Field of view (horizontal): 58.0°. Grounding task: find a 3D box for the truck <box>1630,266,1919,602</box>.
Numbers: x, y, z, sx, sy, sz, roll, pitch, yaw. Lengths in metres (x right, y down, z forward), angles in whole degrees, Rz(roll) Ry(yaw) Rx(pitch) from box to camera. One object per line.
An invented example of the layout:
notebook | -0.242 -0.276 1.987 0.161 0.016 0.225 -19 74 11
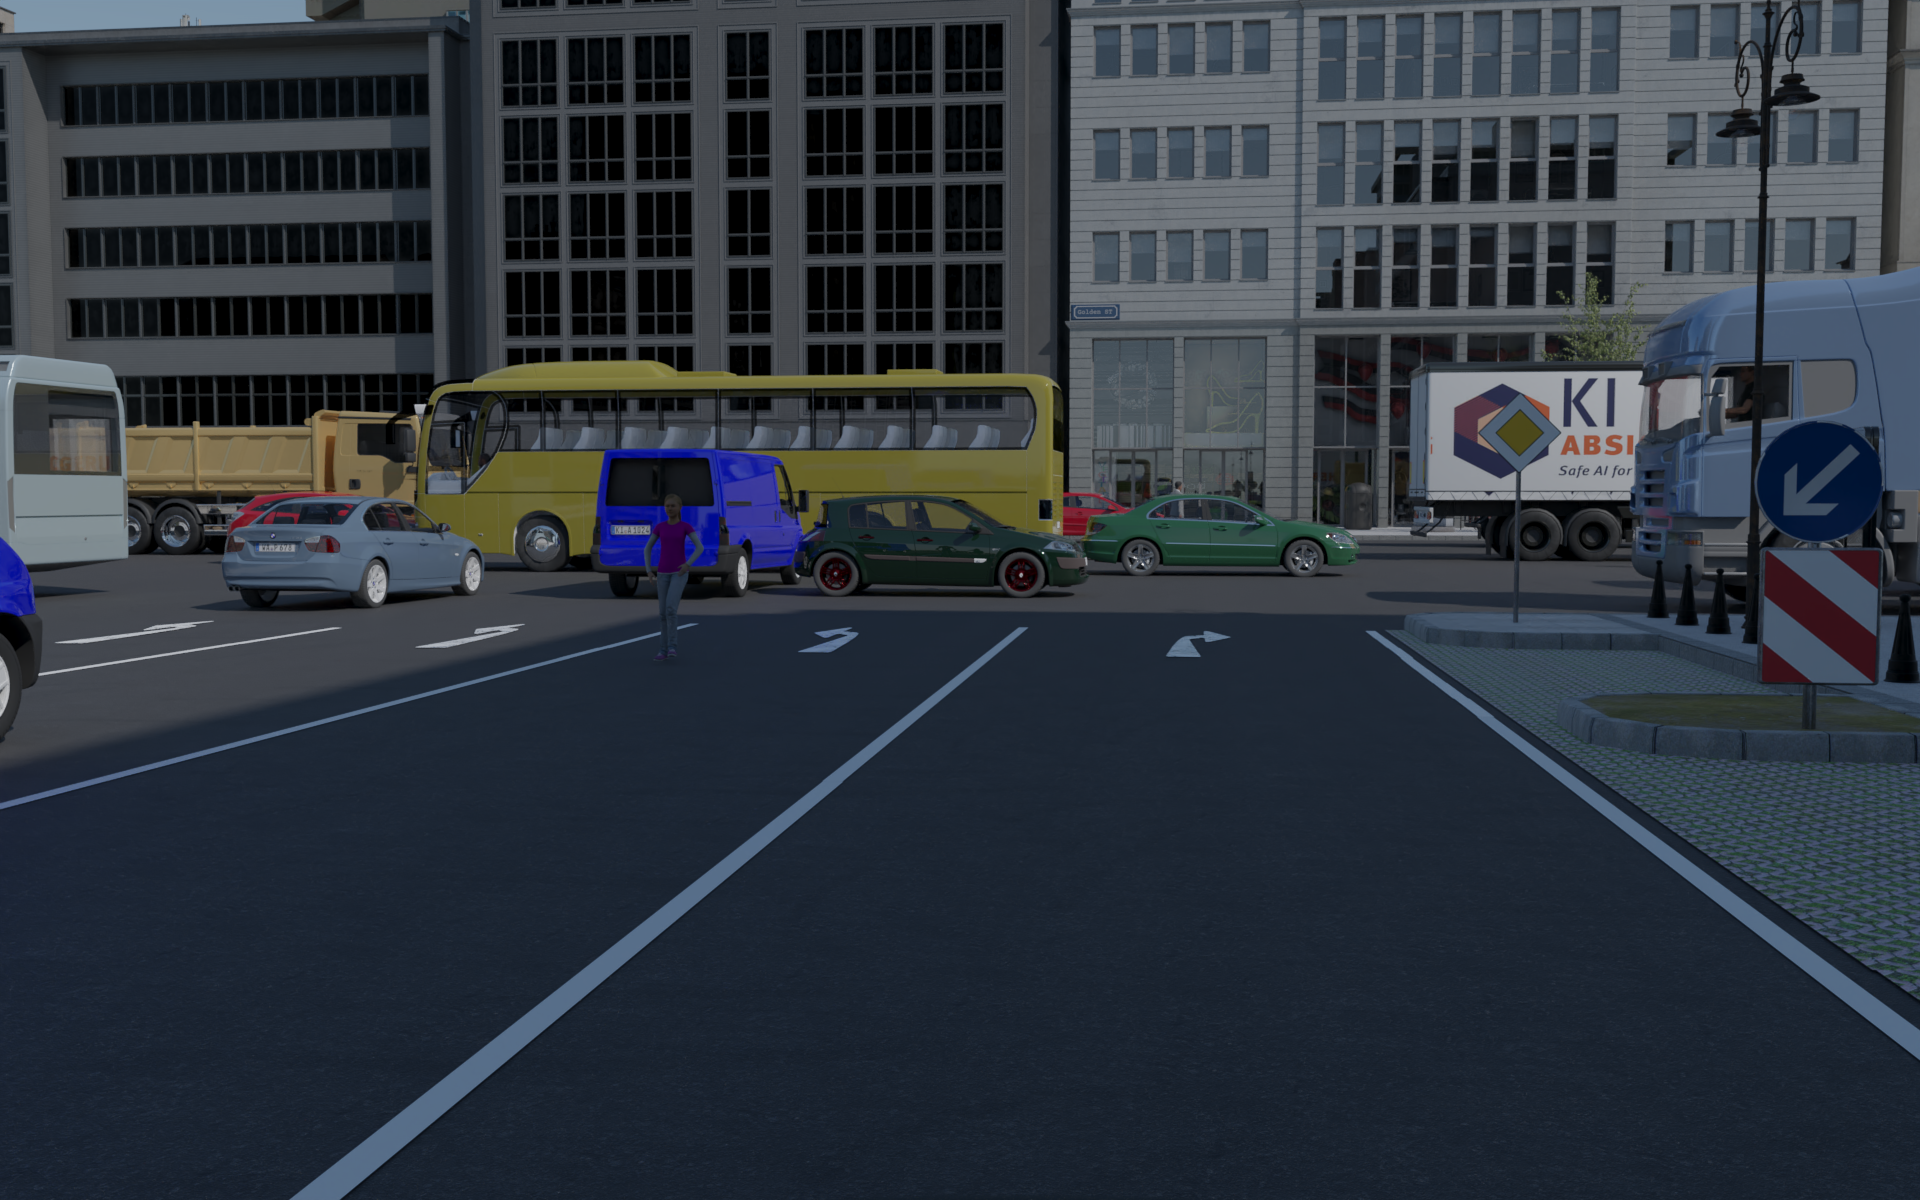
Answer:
truck | 17.233 -1.878 20.464 18.799 4.110 2.967 0 4 8

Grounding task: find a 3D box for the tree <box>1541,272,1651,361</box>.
tree | 21.152 -6.511 56.824 4.737 8.622 4.395 0 3 0

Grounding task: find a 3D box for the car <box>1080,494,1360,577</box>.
car | 4.609 -1.165 30.850 4.920 1.459 2.131 0 4 8

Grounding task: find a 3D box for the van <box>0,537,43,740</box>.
van | -6.604 -0.225 8.064 2.240 2.365 5.245 0 4 7

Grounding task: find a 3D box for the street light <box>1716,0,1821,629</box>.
street light | 7.549 -2.664 16.343 0.468 5.910 1.993 0 4 8

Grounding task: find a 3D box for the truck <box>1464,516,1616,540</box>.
truck | 18.447 -3.093 46.502 9.791 3.379 3.469 0 4 8

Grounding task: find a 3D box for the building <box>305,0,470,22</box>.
building | -36.393 -31.141 132.859 21.300 48.544 21.600 0 4 8

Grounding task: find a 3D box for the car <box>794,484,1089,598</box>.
car | -0.269 -0.914 24.725 4.222 1.686 2.009 0 4 7

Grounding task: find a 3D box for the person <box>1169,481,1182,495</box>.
person | 6.049 -2.428 48.465 0.850 1.792 0.678 -2 4 -35

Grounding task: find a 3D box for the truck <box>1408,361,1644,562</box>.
truck | 15.612 -2.970 37.477 11.283 4.237 2.839 0 4 6

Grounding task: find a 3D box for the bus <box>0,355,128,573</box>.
bus | -18.792 -1.826 24.719 13.247 3.499 2.948 0 4 8

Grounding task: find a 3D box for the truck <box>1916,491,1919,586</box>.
truck | 17.923 -2.168 24.358 11.283 4.237 2.839 0 4 6

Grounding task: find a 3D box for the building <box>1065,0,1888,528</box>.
building | 19.551 -17.883 69.885 29.804 29.767 11.434 0 4 8

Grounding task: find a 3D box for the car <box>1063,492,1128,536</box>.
car | 3.969 -2.575 51.143 4.494 1.783 2.155 1 4 9

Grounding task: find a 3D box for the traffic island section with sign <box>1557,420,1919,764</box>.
traffic island section with sign | 4.634 -0.093 10.145 1.989 1.847 2.006 0 4 8

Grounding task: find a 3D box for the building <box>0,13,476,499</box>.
building | -33.889 -15.910 79.195 30.058 24.678 14.314 0 4 8

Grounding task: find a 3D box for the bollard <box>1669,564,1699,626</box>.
bollard | 7.119 -0.055 16.941 0.229 0.601 0.229 0 3 0

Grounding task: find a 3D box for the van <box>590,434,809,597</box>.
van | -3.700 -1.307 25.759 2.240 2.365 5.245 0 4 8

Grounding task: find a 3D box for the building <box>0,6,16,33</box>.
building | -65.560 -17.203 85.777 34.151 26.468 19.350 0 4 8

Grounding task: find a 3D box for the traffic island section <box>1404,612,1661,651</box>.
traffic island section | 5.570 0.305 17.302 2.009 0.180 2.903 0 4 8

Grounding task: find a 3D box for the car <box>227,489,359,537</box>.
car | -12.779 -1.635 35.771 4.494 1.783 2.155 0 4 7

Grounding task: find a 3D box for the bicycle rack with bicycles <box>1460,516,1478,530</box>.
bicycle rack with bicycles | 19.165 -2.961 61.792 2.852 0.926 2.925 -1 4 -15

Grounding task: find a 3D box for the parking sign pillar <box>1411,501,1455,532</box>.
parking sign pillar | 16.030 -4.287 58.565 1.447 3.967 1.447 -3 5 -40

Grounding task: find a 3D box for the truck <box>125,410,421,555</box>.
truck | -15.841 -2.778 41.345 9.791 3.379 3.469 0 4 8

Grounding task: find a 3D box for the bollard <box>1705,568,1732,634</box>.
bollard | 6.978 0.008 15.913 0.229 0.601 0.229 0 3 0

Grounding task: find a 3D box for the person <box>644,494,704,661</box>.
person | -2.478 -0.184 14.739 0.726 1.435 0.776 0 4 6

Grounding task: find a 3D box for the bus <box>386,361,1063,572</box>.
bus | -4.271 -2.493 32.302 12.252 3.916 2.896 0 4 8

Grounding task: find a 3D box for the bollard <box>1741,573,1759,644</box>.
bollard | 6.845 0.071 14.876 0.229 0.601 0.229 0 3 0

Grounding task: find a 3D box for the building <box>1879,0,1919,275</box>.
building | 49.594 -14.415 68.967 30.059 22.955 16.112 0 4 8

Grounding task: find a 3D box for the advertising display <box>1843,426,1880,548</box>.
advertising display | 8.743 -0.710 16.830 0.123 1.923 0.974 1 4 18

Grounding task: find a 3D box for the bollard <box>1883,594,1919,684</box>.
bollard | 6.441 0.258 11.818 0.229 0.601 0.229 0 3 0

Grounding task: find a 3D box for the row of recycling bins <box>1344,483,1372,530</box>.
row of recycling bins | 14.581 -3.440 63.352 1.069 1.692 3.534 1 4 11

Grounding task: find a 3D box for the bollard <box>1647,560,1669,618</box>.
bollard | 7.249 -0.118 17.965 0.229 0.601 0.229 0 3 0

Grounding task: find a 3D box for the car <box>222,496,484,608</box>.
car | -7.963 -0.679 23.104 2.014 1.417 4.499 1 4 9

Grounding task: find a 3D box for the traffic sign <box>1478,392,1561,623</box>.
traffic sign | 5.545 -0.831 17.228 0.795 2.450 0.064 0 4 8

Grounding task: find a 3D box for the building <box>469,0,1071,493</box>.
building | -7.279 -17.162 74.102 24.014 27.812 14.314 0 4 8
